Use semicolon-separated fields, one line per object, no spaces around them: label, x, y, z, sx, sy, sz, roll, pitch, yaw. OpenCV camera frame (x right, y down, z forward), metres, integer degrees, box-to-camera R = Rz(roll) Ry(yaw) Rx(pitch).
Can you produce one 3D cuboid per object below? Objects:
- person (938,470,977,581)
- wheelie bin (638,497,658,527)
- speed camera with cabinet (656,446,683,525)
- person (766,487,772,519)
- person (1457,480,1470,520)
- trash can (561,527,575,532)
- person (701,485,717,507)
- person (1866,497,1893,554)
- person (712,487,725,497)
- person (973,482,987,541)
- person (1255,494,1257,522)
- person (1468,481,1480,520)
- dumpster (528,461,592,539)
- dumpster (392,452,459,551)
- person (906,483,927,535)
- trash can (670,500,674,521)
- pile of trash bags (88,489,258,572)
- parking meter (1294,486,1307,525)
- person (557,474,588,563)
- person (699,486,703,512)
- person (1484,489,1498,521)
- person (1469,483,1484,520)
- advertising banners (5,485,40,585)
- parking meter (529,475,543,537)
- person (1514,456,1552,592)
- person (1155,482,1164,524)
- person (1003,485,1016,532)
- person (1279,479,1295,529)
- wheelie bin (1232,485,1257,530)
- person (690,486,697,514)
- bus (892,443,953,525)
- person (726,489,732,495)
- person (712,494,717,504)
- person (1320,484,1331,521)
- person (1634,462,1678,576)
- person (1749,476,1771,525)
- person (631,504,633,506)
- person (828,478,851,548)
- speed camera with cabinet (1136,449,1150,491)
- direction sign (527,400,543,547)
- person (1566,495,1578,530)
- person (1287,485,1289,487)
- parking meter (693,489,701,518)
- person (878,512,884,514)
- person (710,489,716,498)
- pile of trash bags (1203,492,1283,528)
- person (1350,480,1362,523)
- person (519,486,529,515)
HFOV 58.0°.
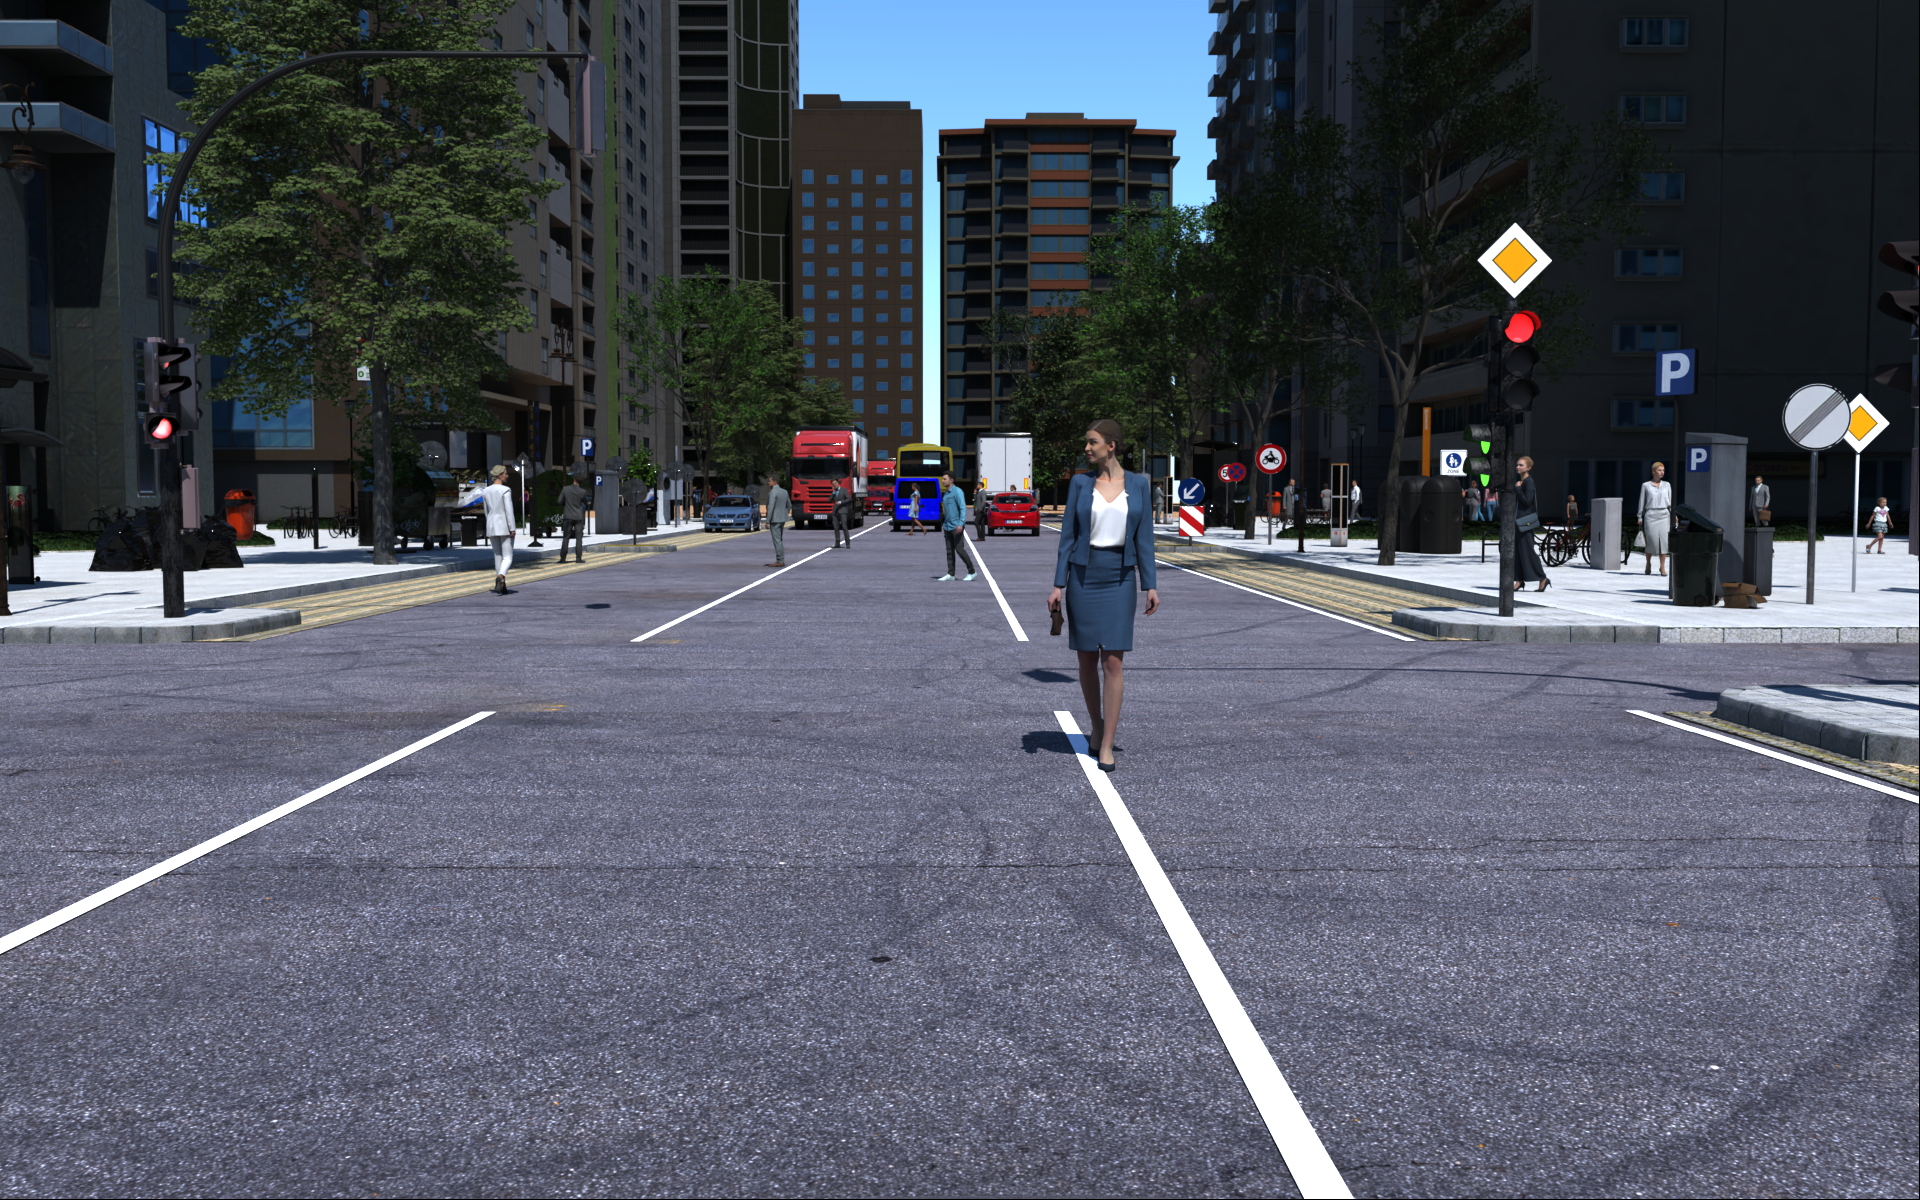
person;-0.036;-1.229;28.609;0.620;1.820;0.660;-2;4;-33
wheelie bin;-12.178;-3.639;67.410;0.693;1.594;0.980;1;4;12
speed camera with cabinet;-12.196;-4.721;71.530;0.660;3.252;2.038;-3;4;-38
person;-7.909;-3.981;73.557;0.622;1.834;0.822;-1;4;-22
person;17.526;-3.321;60.695;0.716;1.782;0.532;2;4;30
trash can;-12.852;-2.781;57.131;0.748;1.137;0.748;0;3;0
person;-15.538;-6.208;107.486;1.348;1.831;0.705;-3;5;-45
person;19.724;-1.594;37.122;0.505;1.210;0.382;-1;4;-15
person;-18.259;-7.661;131.311;1.348;1.822;0.705;-2;4;-25
person;0.600;-2.692;52.701;0.473;1.802;0.592;1;4;13
person;13.328;-4.452;79.384;0.362;1.759;0.519;-3;5;-41
person;19.410;-3.605;65.263;0.573;1.790;0.520;-3;4;-37
dumpster;-11.689;-2.943;50.607;1.502;2.255;1.985;0;4;-1
dumpster;-12.529;-2.283;39.819;1.502;2.255;1.985;0;4;-1
person;-1.502;-3.141;59.950;0.778;1.811;0.616;1;4;17
trash can;-14.155;-4.423;83.973;0.748;1.137;0.748;0;3;0
pile of trash bags;-13.379;-1.249;30.173;1.912;1.369;3.447;1;4;10
parking meter;10.109;-2.633;51.461;0.372;1.533;0.369;0;3;0
person;-8.003;-1.679;35.752;0.655;1.846;0.447;-1;4;-10
person;-18.106;-7.068;121.228;0.705;1.869;1.348;-2;4;-29
person;20.577;-3.730;67.042;0.555;1.821;0.388;0;4;-8
person;20.982;-3.876;70.257;0.643;1.720;0.563;3;4;36
advertising banners;-14.028;-1.749;24.788;2.074;3.025;0.090;1;4;20
parking meter;-12.840;-2.856;52.411;0.255;1.863;0.399;1;4;15
person;7.441;-0.995;22.734;0.534;1.772;0.576;-1;4;-16
person;8.655;-4.192;74.759;0.466;1.800;0.511;-2;4;-28
person;1.891;-3.514;66.232;0.573;1.790;0.520;0;4;-8
person;11.371;-3.262;59.474;0.694;1.812;0.767;-1;4;-20
wheelie bin;10.093;-3.279;61.513;0.693;1.594;0.980;-3;5;-43
person;-16.883;-6.300;109.567;0.721;1.766;1.217;-2;4;-26
bus;-1.805;-5.600;83.114;2.896;3.916;12.252;0;4;-2
person;-19.223;-8.392;144.171;0.541;1.710;0.530;0;4;-3
person;-23.168;-9.439;163.610;0.697;1.427;0.421;3;4;38
person;17.374;-4.619;81.928;0.716;1.782;0.532;-1;4;-8
person;10.964;-1.272;27.186;0.694;1.780;0.624;2;4;25
person;23.534;-2.740;50.963;0.853;1.813;0.709;-3;5;-39
person;-21.190;-6.492;112.196;0.705;1.822;1.348;-1;4;-10
person;-3.178;-2.285;45.665;0.655;1.846;0.447;2;4;27
speed camera with cabinet;7.515;-5.043;76.791;0.660;3.252;2.038;-3;5;-40
direction sign;-10.333;-3.061;42.049;0.379;3.537;0.876;0;4;2
person;20.011;-2.807;56.601;0.362;1.253;0.373;0;4;-7
person;16.783;-5.008;88.519;0.643;1.750;0.593;-1;4;-23
parking meter;-13.920;-5.092;91.666;0.372;1.533;0.369;0;3;0
person;-5.615;-6.884;121.496;0.568;1.767;0.683;1;4;22
person;-21.560;-8.715;149.242;1.217;1.735;0.721;1;4;9
pile of trash bags;10.831;-3.477;66.606;3.447;1.369;1.912;3;5;39
person;15.687;-3.828;68.737;0.850;1.850;0.679;0;4;-6
person;-23.858;-5.388;94.823;0.721;1.739;1.217;-3;4;-36
